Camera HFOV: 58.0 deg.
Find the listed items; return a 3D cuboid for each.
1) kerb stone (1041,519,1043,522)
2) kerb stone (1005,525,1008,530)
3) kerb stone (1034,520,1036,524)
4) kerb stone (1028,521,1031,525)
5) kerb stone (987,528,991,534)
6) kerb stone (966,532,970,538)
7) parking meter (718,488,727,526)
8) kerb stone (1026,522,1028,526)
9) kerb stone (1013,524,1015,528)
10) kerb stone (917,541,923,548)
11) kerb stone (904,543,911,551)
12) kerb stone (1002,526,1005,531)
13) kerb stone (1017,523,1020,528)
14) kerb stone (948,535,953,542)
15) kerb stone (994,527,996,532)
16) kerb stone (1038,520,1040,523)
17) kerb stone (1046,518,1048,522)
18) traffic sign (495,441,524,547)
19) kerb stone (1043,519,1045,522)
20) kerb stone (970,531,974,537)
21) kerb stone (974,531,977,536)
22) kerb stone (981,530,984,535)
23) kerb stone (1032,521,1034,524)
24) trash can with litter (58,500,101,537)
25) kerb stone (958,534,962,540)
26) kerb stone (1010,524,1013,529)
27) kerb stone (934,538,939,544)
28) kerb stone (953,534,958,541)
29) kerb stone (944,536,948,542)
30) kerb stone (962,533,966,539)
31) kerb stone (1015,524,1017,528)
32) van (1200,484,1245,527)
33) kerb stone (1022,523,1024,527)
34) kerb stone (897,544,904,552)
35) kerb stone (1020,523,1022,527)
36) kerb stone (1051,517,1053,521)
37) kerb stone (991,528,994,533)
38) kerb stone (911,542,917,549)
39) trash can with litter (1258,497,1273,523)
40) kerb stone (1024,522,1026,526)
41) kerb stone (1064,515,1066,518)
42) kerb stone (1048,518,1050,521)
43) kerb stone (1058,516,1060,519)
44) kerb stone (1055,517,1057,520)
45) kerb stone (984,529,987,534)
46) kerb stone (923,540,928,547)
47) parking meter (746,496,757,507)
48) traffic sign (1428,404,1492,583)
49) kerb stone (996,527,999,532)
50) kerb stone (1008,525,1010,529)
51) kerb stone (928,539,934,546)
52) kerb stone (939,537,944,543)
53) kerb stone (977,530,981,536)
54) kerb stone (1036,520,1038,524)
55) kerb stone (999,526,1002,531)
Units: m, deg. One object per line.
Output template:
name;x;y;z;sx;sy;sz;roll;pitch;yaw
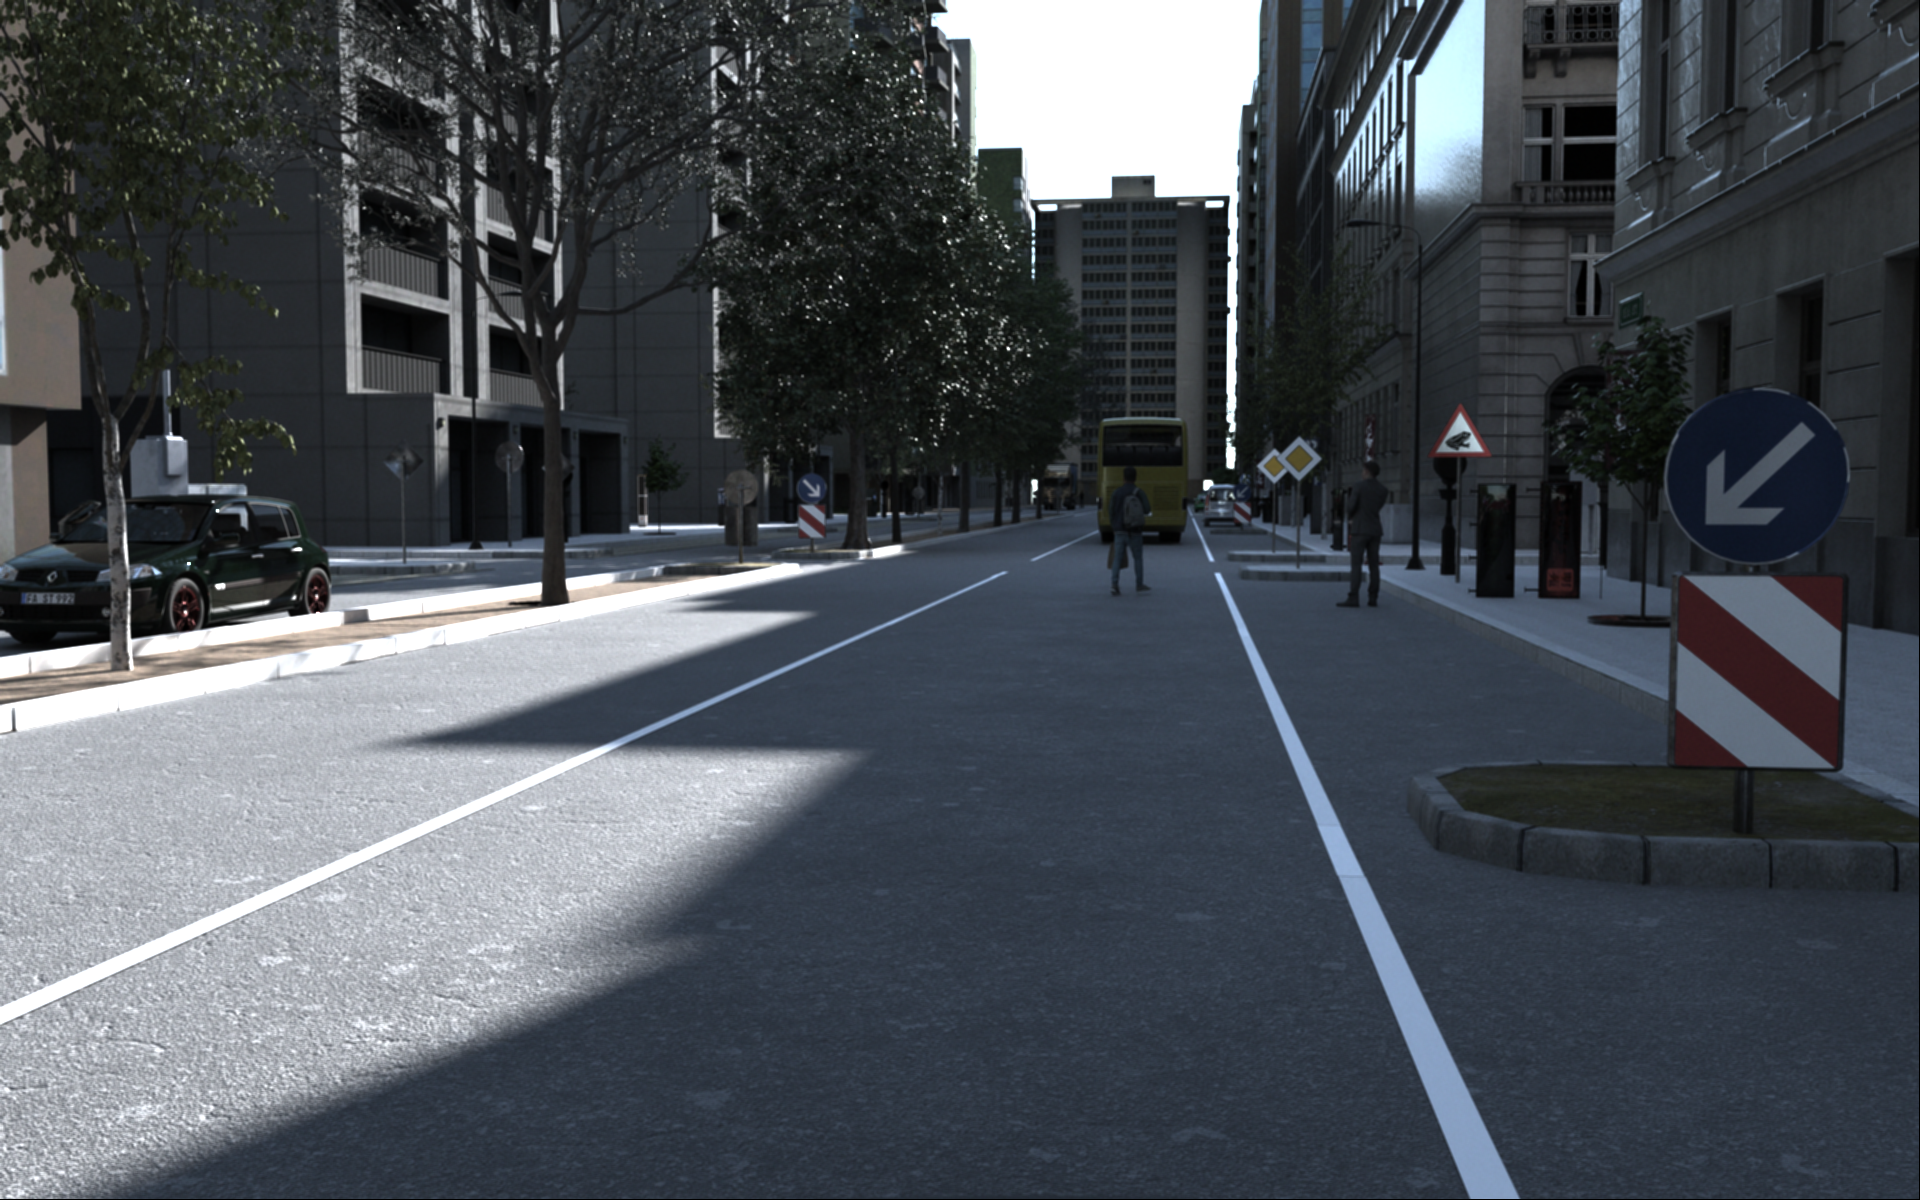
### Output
kerb stone;3.898;-3.878;85.774;0.120;0.150;1.000;0;4;7
kerb stone;1.683;-2.830;68.461;0.120;0.150;1.000;0;4;7
kerb stone;3.371;-3.637;81.695;0.120;0.150;1.000;0;4;7
kerb stone;2.988;-3.450;78.640;0.120;0.150;1.000;0;4;7
kerb stone;0.895;-2.450;62.376;0.120;0.150;1.000;0;4;7
kerb stone;0.112;-2.084;56.269;0.120;0.150;1.000;0;4;7
parking meter;-9.569;-3.757;69.842;0.372;1.533;0.369;0;3;0
kerb stone;2.851;-3.390;77.627;0.120;0.150;1.000;0;4;7
kerb stone;2.067;-3.017;71.519;0.120;0.150;1.000;0;4;7
kerb stone;-1.192;-1.452;46.082;0.120;0.150;1.000;0;4;7
kerb stone;-1.456;-1.335;44.049;0.120;0.150;1.000;0;4;7
kerb stone;1.551;-2.768;67.447;0.120;0.150;1.000;0;4;7
kerb stone;2.333;-3.141;73.548;0.120;0.150;1.000;0;4;7
kerb stone;-0.414;-1.835;52.194;0.120;0.150;1.000;0;4;7
kerb stone;1.150;-2.580;64.407;0.120;0.150;1.000;0;4;7
kerb stone;3.642;-3.757;83.733;0.120;0.150;1.000;0;4;7
kerb stone;4.292;-4.069;88.832;0.120;0.150;1.000;0;4;7
traffic sign;-10.868;-2.547;41.745;0.768;2.556;0.104;1;4;14
kerb stone;4.033;-3.951;86.798;0.120;0.150;1.000;0;4;7
kerb stone;0.248;-2.143;57.287;0.120;0.150;1.000;0;4;7
kerb stone;0.366;-2.208;58.303;0.120;0.150;1.000;0;4;7
kerb stone;0.637;-2.333;60.341;0.120;0.150;1.000;0;4;7
kerb stone;3.247;-3.577;80.680;0.120;0.150;1.000;0;4;7
trash can with litter;-16.162;-1.233;31.548;1.055;1.170;0.624;1;4;17
kerb stone;-0.145;-1.960;54.236;0.120;0.150;1.000;0;4;7
kerb stone;1.934;-2.953;70.499;0.120;0.150;1.000;0;4;7
kerb stone;-0.803;-1.648;49.134;0.120;0.150;1.000;0;4;7
kerb stone;-0.273;-1.898;53.222;0.120;0.150;1.000;0;4;7
kerb stone;-0.545;-1.772;51.167;0.120;0.150;1.000;0;4;7
kerb stone;-0.011;-2.022;55.252;0.120;0.150;1.000;0;4;7
kerb stone;2.195;-3.076;72.535;0.120;0.150;1.000;0;4;7
van;11.703;-4.290;77.150;2.013;2.044;4.112;0;4;8
kerb stone;2.589;-3.265;75.586;0.120;0.150;1.000;0;4;7
kerb stone;-1.588;-1.269;43.033;0.120;0.150;1.000;0;4;7
kerb stone;2.471;-3.203;74.562;0.120;0.150;1.000;0;4;7
kerb stone;4.687;-4.259;91.887;0.120;0.150;1.000;0;4;7
kerb stone;1.023;-2.520;63.392;0.120;0.150;1.000;0;4;7
kerb stone;-1.325;-1.399;45.068;0.120;0.150;1.000;0;4;7
trash can with litter;13.865;-4.034;77.348;1.055;1.170;0.624;-3;5;-39
kerb stone;2.720;-3.323;76.605;0.120;0.150;1.000;0;4;7
kerb stone;5.986;-4.884;102.060;0.120;0.150;1.000;0;4;7
kerb stone;4.423;-4.137;89.845;0.120;0.150;1.000;0;4;7
kerb stone;5.335;-4.570;96.967;0.120;0.150;1.000;0;4;7
kerb stone;5.075;-4.449;94.937;0.120;0.150;1.000;0;4;7
kerb stone;0.761;-2.392;61.362;0.120;0.150;1.000;0;4;7
kerb stone;-1.061;-1.521;47.095;0.120;0.150;1.000;0;4;7
parking meter;-7.839;-3.624;64.967;0.399;1.863;0.255;3;5;43
traffic sign;7.204;-1.529;25.006;0.884;2.594;0.081;1;4;15
kerb stone;1.284;-2.642;65.420;0.120;0.150;1.000;0;4;7
kerb stone;1.797;-2.892;69.485;0.120;0.150;1.000;0;4;7
kerb stone;-0.936;-1.585;48.114;0.120;0.150;1.000;0;4;7
kerb stone;-0.674;-1.707;50.153;0.120;0.150;1.000;0;4;7
kerb stone;0.501;-2.271;59.321;0.120;0.150;1.000;0;4;7
kerb stone;3.509;-3.701;82.713;0.120;0.150;1.000;0;4;7
kerb stone;1.417;-2.706;66.434;0.120;0.150;1.000;0;4;7
